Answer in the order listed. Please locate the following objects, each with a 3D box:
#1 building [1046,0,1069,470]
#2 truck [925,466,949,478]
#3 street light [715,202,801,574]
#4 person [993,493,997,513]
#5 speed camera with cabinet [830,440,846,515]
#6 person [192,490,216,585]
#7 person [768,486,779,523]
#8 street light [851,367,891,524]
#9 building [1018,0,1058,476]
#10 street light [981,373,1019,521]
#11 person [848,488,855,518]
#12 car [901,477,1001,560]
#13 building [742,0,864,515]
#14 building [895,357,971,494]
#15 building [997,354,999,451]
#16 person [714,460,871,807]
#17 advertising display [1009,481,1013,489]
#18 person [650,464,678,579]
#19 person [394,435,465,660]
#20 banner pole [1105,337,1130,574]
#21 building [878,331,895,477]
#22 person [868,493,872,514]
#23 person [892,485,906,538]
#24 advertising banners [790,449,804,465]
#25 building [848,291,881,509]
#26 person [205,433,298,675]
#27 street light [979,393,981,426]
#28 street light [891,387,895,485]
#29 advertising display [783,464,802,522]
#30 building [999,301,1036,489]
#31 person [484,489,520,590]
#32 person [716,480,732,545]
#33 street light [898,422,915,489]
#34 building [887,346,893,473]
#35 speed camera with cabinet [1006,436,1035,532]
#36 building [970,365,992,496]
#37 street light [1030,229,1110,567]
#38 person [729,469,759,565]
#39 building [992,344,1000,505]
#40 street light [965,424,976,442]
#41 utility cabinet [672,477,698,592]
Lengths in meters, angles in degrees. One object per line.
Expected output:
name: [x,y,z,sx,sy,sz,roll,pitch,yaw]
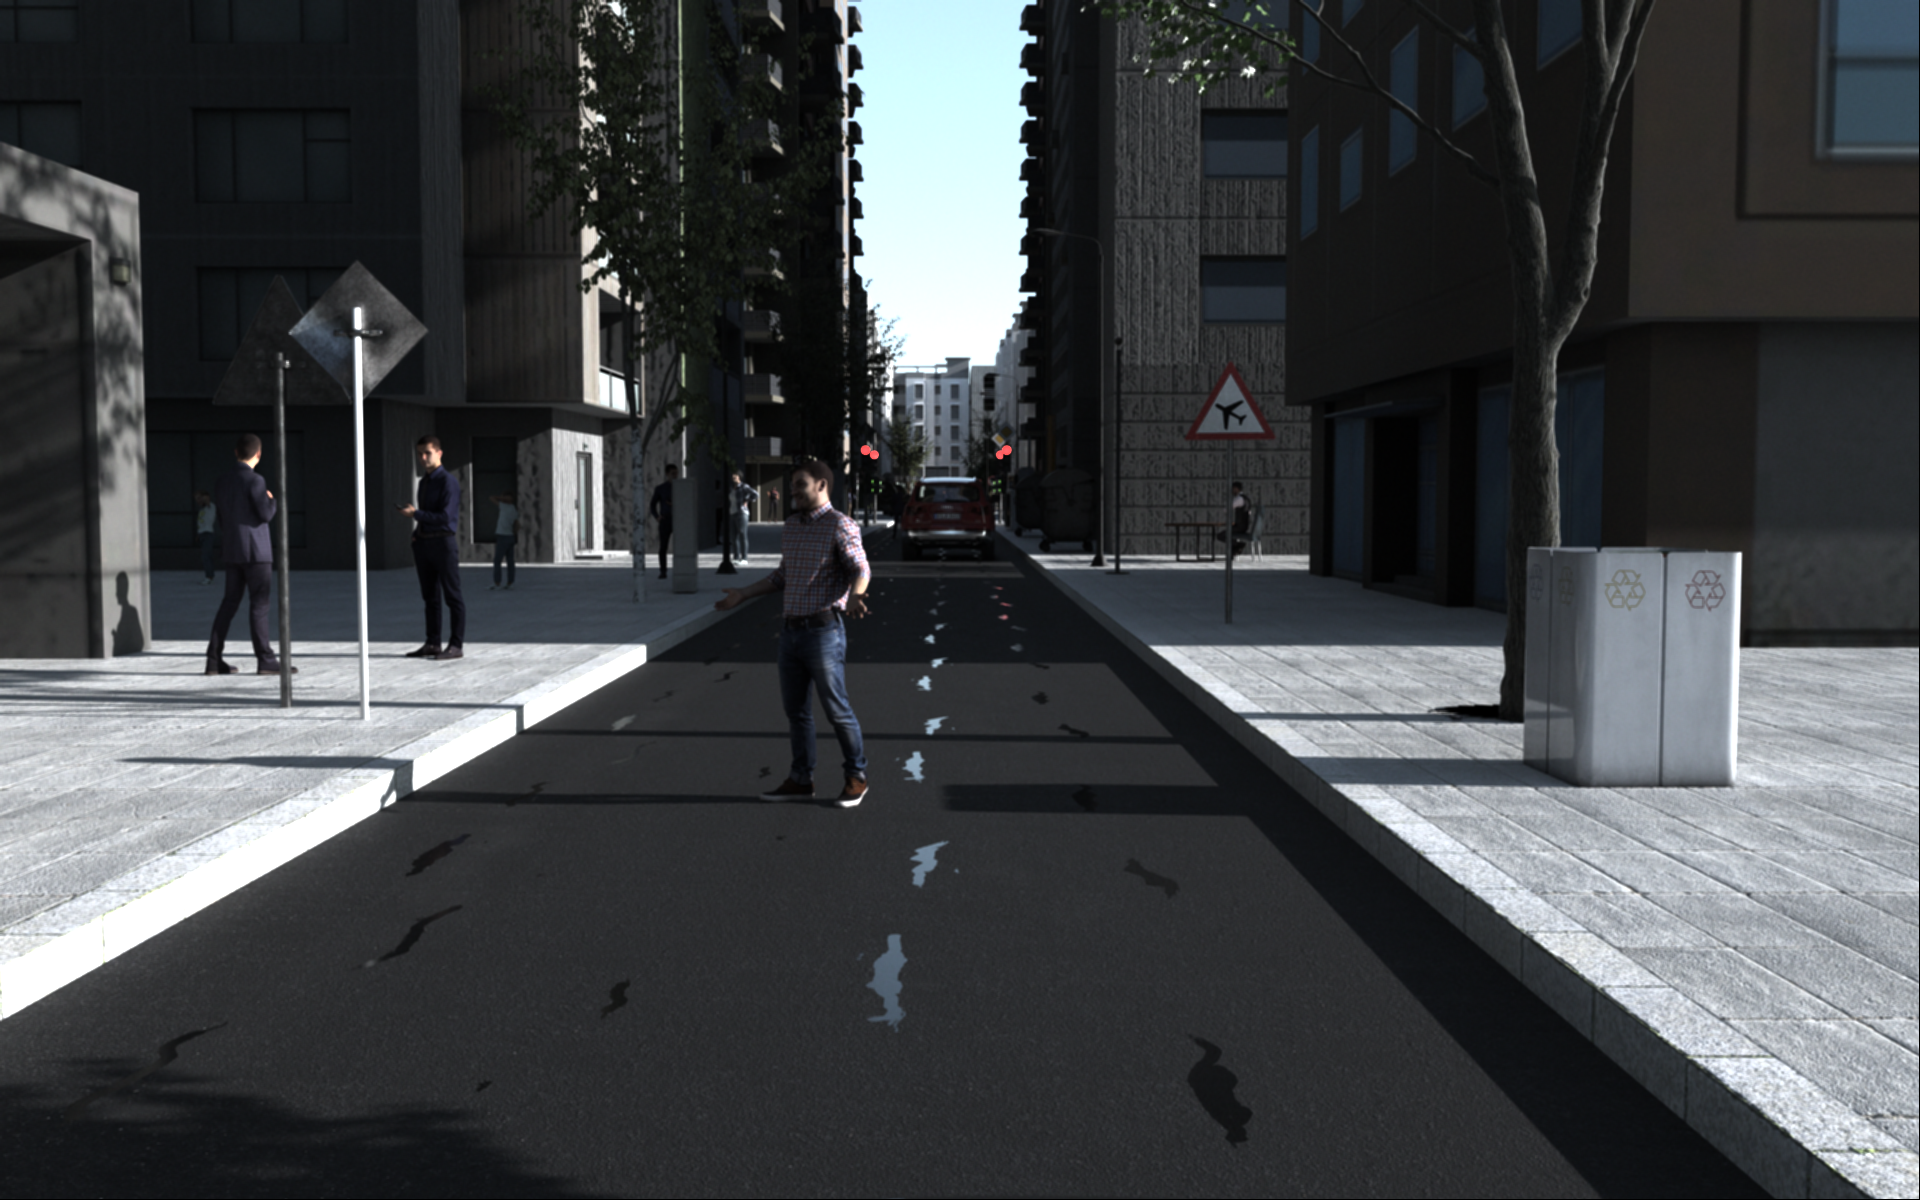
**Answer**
building: [17.203,-24.642,94.785,23.993,40.220,32.217,0,4,0]
truck: [-2.348,-11.782,181.550,2.839,4.237,11.283,0,4,0]
street light: [-3.215,-3.373,27.689,1.470,5.913,1.316,0,4,0]
person: [2.281,-6.401,114.610,0.435,1.345,0.340,0,4,-6]
speed camera with cabinet: [-4.557,-4.264,64.046,0.660,3.252,2.038,0,4,-1]
person: [-10.737,-0.897,24.615,0.435,1.345,0.340,3,5,39]
person: [-8.326,-4.263,77.216,0.415,1.643,0.593,2,4,30]
street light: [-3.397,-5.554,63.354,1.470,5.913,1.316,0,4,0]
building: [15.896,-29.419,135.627,22.147,44.769,28.867,0,4,0]
street light: [1.668,-5.755,66.628,1.470,5.913,1.316,0,4,0]
person: [-5.258,-4.633,83.851,0.319,1.574,0.516,2,4,28]
car: [-0.220,-1.868,39.211,2.281,1.827,5.304,0,4,1]
building: [-18.866,-29.337,134.277,22.147,44.769,28.867,0,4,0]
building: [-4.184,-23.802,245.579,11.380,20.091,16.016,0,4,0]
building: [12.084,-20.190,186.524,16.016,20.091,11.380,0,4,0]
person: [-0.689,0.151,7.991,0.963,1.587,0.435,3,4,36]
advertising display: [2.553,-5.066,88.039,0.123,1.923,0.974,1,4,14]
person: [-4.378,-1.195,26.279,0.576,1.737,0.504,-1,4,-21]
person: [-4.155,-0.415,13.533,0.576,1.737,0.504,2,4,33]
banner pole: [2.550,-2.322,27.975,0.401,3.779,0.863,0,4,5]
building: [-16.035,-20.964,199.174,16.016,20.091,11.380,0,4,0]
person: [-5.865,-6.493,112.324,0.434,1.807,0.598,3,5,44]
person: [-1.944,-2.859,56.158,0.541,1.710,0.530,1,4,11]
advertising banners: [-5.605,-4.376,67.737,2.074,3.025,0.090,0,4,8]
building: [-16.537,-18.343,166.359,16.747,18.905,31.486,0,4,0]
person: [-5.055,-0.326,12.293,0.541,1.710,0.530,3,5,43]
street light: [1.609,-6.520,79.142,1.470,5.913,1.316,0,4,0]
street light: [-3.547,-6.277,75.166,1.470,5.913,1.316,0,4,0]
advertising display: [-3.492,-1.992,37.778,0.123,1.923,0.974,2,4,28]
building: [12.432,-19.495,175.167,16.016,20.091,11.380,0,4,0]
person: [-6.148,-0.814,23.254,0.340,1.345,0.435,1,4,14]
person: [-5.997,-2.219,43.779,0.566,1.644,0.517,0,4,-7]
street light: [-3.806,-8.478,111.154,1.470,5.913,1.316,0,4,0]
building: [-24.328,-21.336,215.295,31.486,18.905,16.747,0,4,0]
speed camera with cabinet: [2.065,-4.016,59.995,0.660,3.252,2.038,-1,4,-11]
building: [17.245,-23.227,246.210,31.486,18.905,16.747,0,4,0]
street light: [1.932,-3.546,30.524,1.470,5.913,1.316,0,4,0]
person: [-4.010,-1.512,31.481,0.376,1.734,0.841,-3,4,-37]
building: [12.993,-20.887,207.961,16.747,18.905,31.486,0,4,0]
street light: [1.255,-8.701,114.807,1.470,5.913,1.316,0,4,0]
utility cabinet: [-3.631,-0.865,22.829,0.318,1.500,1.173,0,4,-7]
